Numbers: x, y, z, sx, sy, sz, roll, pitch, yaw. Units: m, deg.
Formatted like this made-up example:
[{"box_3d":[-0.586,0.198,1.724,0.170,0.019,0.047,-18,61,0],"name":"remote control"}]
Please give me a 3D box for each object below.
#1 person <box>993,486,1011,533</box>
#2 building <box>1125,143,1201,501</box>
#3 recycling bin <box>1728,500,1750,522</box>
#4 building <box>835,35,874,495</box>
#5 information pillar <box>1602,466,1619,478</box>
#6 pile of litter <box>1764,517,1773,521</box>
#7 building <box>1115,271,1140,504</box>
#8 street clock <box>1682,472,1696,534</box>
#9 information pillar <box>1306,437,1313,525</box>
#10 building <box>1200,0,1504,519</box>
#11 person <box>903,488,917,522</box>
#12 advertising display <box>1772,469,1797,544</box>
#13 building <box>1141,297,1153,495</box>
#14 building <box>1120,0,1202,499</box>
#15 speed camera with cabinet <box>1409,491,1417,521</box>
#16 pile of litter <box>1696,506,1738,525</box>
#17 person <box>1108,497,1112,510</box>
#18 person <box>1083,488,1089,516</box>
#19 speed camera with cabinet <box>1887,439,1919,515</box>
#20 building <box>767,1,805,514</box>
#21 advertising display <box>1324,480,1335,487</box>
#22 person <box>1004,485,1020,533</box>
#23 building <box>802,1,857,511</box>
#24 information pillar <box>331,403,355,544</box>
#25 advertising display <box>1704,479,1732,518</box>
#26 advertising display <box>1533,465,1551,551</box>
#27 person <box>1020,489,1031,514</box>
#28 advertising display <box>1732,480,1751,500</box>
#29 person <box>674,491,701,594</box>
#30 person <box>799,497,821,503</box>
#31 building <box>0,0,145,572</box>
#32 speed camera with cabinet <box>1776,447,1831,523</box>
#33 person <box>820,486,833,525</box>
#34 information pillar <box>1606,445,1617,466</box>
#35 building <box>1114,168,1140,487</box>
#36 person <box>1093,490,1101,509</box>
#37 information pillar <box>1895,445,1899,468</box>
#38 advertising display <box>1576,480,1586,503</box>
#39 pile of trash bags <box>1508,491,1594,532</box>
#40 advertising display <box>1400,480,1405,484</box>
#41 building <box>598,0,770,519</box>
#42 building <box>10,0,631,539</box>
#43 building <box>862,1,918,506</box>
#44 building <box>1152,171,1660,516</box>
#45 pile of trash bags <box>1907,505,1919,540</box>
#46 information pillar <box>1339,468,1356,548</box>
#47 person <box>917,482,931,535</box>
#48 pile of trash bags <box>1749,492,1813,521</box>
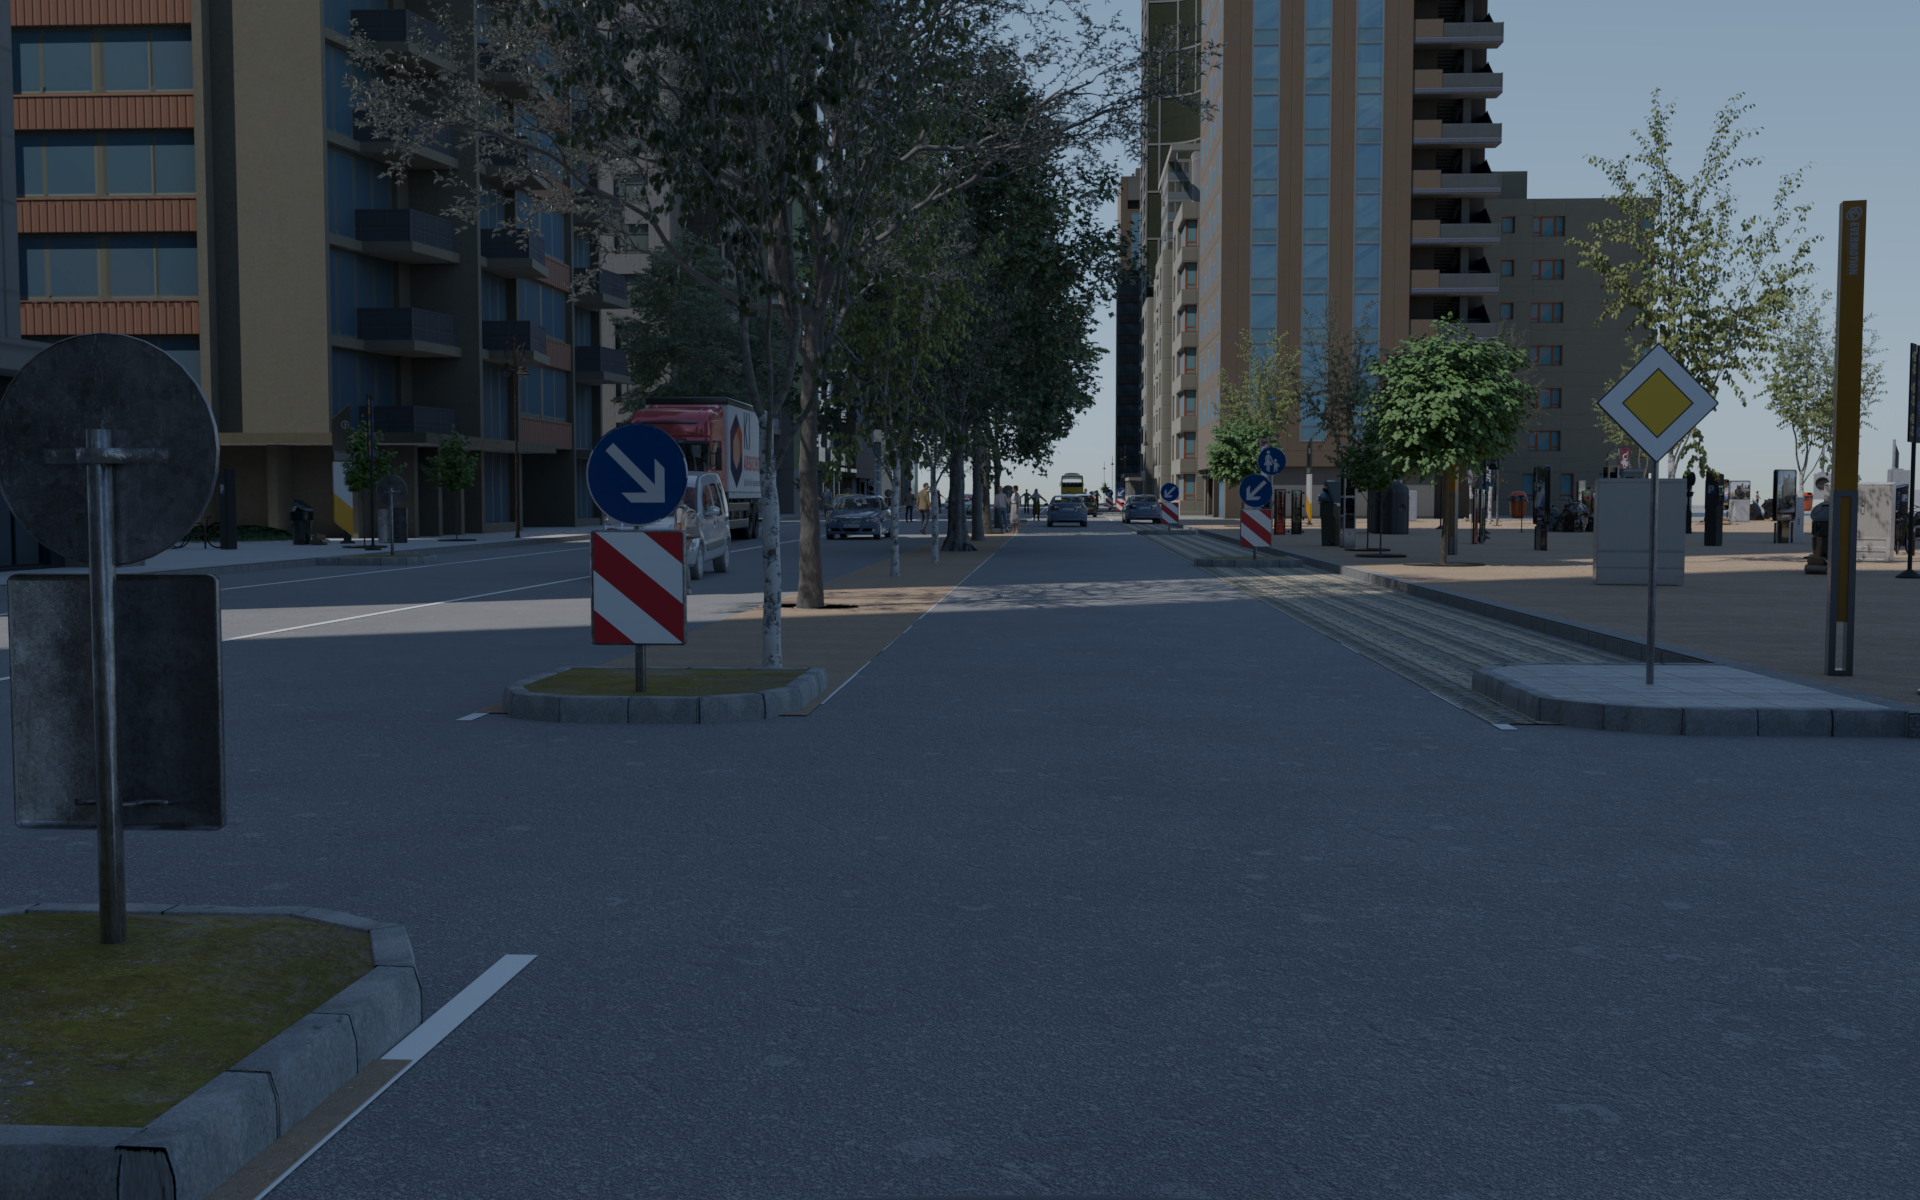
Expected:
[{"box_3d":[1.644,-3.356,64.035,0.731,1.740,0.598,-1,4,-20],"name":"person"},{"box_3d":[33.760,-29.962,181.763,32.217,40.220,23.993,0,4,3],"name":"building"},{"box_3d":[35.498,-4.062,78.963,0.722,1.027,0.722,0,4,-1],"name":"recycling bin"},{"box_3d":[-15.377,-30.845,154.422,14.600,45.320,14.200,0,4,3],"name":"building"},{"box_3d":[16.877,-2.476,44.970,0.304,2.012,0.304,-1,4,-11],"name":"information pillar"},{"box_3d":[38.609,-4.124,81.388,1.176,0.858,1.719,-1,4,-9],"name":"pile of litter"},{"box_3d":[27.038,-27.616,223.218,14.160,30.474,14.107,0,4,3],"name":"building"},{"box_3d":[23.508,-3.139,55.891,0.358,2.002,0.471,0,4,-5],"name":"street clock"},{"box_3d":[14.502,-4.925,71.882,0.183,3.616,0.504,0,4,-6],"name":"information pillar"},{"box_3d":[20.644,-27.180,94.506,14.600,45.320,14.200,0,4,3],"name":"building"},{"box_3d":[-2.478,-4.878,88.780,0.617,1.759,0.750,3,4,37],"name":"person"},{"box_3d":[21.458,-2.439,45.086,0.974,1.923,0.123,-3,4,-37],"name":"advertising display"},{"box_3d":[29.867,-18.401,145.897,27.650,21.520,28.899,0,4,3],"name":"building"},{"box_3d":[29.738,-46.863,204.461,20.563,71.187,20.611,0,4,3],"name":"building"},{"box_3d":[20.841,-5.394,82.529,0.660,3.252,2.038,-2,4,-32],"name":"speed camera with cabinet"},{"box_3d":[31.599,-3.556,72.098,1.719,0.858,1.176,3,5,40],"name":"pile of litter"},{"box_3d":[12.622,-8.374,146.359,0.436,1.711,0.756,0,4,6],"name":"person"},{"box_3d":[8.396,-6.532,115.308,0.705,1.822,1.348,2,4,34],"name":"person"},{"box_3d":[33.801,-4.131,61.875,0.660,3.252,2.038,1,4,8],"name":"speed camera with cabinet"},{"box_3d":[-17.791,-26.019,109.001,14.154,41.232,14.086,0,4,3],"name":"building"},{"box_3d":[17.050,-4.565,79.849,0.123,1.923,0.974,3,4,37],"name":"advertising display"},{"box_3d":[1.921,-3.288,62.833,0.524,1.755,0.480,-2,4,-34],"name":"person"},{"box_3d":[-20.793,-31.357,132.301,23.786,49.044,30.456,0,4,3],"name":"building"},{"box_3d":[-15.926,-3.263,44.701,0.504,3.616,0.183,-3,4,-39],"name":"information pillar"},{"box_3d":[32.594,-4.242,74.578,0.974,1.923,0.123,2,4,31],"name":"advertising display"},{"box_3d":[13.235,-2.092,39.421,0.123,1.923,0.974,0,4,3],"name":"advertising display"},{"box_3d":[4.914,-7.284,127.681,1.350,1.814,0.705,0,4,-2],"name":"person"},{"box_3d":[36.888,-4.696,81.990,0.974,1.923,0.123,0,4,4],"name":"advertising display"},{"box_3d":[-3.961,-0.826,24.593,0.523,1.515,0.503,-1,4,-16],"name":"person"},{"box_3d":[-7.830,-5.054,91.148,1.348,1.822,0.705,-1,4,-15],"name":"person"},{"box_3d":[-25.045,-35.883,24.939,20.563,71.187,20.611,0,4,3],"name":"building"},{"box_3d":[35.743,-4.831,73.324,2.038,3.252,0.660,2,4,27],"name":"speed camera with cabinet"},{"box_3d":[-6.116,-4.342,79.606,0.709,1.813,0.853,1,4,15],"name":"person"},{"box_3d":[31.233,-5.610,83.074,0.504,3.616,0.183,-1,4,-14],"name":"information pillar"},{"box_3d":[28.620,-35.914,237.300,14.600,45.320,14.200,0,4,3],"name":"building"},{"box_3d":[12.846,-9.428,162.655,1.348,1.823,0.705,-3,5,-41],"name":"person"},{"box_3d":[43.951,-5.505,81.369,0.183,3.616,0.504,1,4,11],"name":"information pillar"},{"box_3d":[29.540,-4.721,82.403,0.123,1.923,0.974,3,5,39],"name":"advertising display"},{"box_3d":[20.154,-2.987,58.583,3.447,1.369,1.912,-1,4,-13],"name":"pile of trash bags"},{"box_3d":[20.236,-4.527,79.225,0.123,1.923,0.974,0,4,6],"name":"advertising display"},{"box_3d":[-18.520,-19.784,95.173,14.160,30.474,14.107,0,4,3],"name":"building"},{"box_3d":[-24.734,-24.926,62.159,22.147,44.769,28.867,0,4,3],"name":"building"},{"box_3d":[-16.037,-55.359,217.783,22.319,86.520,31.000,0,4,3],"name":"building"},{"box_3d":[27.774,-16.595,116.360,27.650,21.520,28.899,0,4,3],"name":"building"},{"box_3d":[28.174,-2.331,47.858,3.447,1.369,1.912,-1,4,-9],"name":"pile of trash bags"},{"box_3d":[9.268,-2.255,41.369,0.304,2.012,0.304,0,4,-7],"name":"information pillar"},{"box_3d":[-1.236,-3.208,60.869,0.656,1.842,0.836,1,4,13],"name":"person"},{"box_3d":[39.884,-4.537,83.932,3.447,1.369,1.912,-1,4,-17],"name":"pile of trash bags"}]
